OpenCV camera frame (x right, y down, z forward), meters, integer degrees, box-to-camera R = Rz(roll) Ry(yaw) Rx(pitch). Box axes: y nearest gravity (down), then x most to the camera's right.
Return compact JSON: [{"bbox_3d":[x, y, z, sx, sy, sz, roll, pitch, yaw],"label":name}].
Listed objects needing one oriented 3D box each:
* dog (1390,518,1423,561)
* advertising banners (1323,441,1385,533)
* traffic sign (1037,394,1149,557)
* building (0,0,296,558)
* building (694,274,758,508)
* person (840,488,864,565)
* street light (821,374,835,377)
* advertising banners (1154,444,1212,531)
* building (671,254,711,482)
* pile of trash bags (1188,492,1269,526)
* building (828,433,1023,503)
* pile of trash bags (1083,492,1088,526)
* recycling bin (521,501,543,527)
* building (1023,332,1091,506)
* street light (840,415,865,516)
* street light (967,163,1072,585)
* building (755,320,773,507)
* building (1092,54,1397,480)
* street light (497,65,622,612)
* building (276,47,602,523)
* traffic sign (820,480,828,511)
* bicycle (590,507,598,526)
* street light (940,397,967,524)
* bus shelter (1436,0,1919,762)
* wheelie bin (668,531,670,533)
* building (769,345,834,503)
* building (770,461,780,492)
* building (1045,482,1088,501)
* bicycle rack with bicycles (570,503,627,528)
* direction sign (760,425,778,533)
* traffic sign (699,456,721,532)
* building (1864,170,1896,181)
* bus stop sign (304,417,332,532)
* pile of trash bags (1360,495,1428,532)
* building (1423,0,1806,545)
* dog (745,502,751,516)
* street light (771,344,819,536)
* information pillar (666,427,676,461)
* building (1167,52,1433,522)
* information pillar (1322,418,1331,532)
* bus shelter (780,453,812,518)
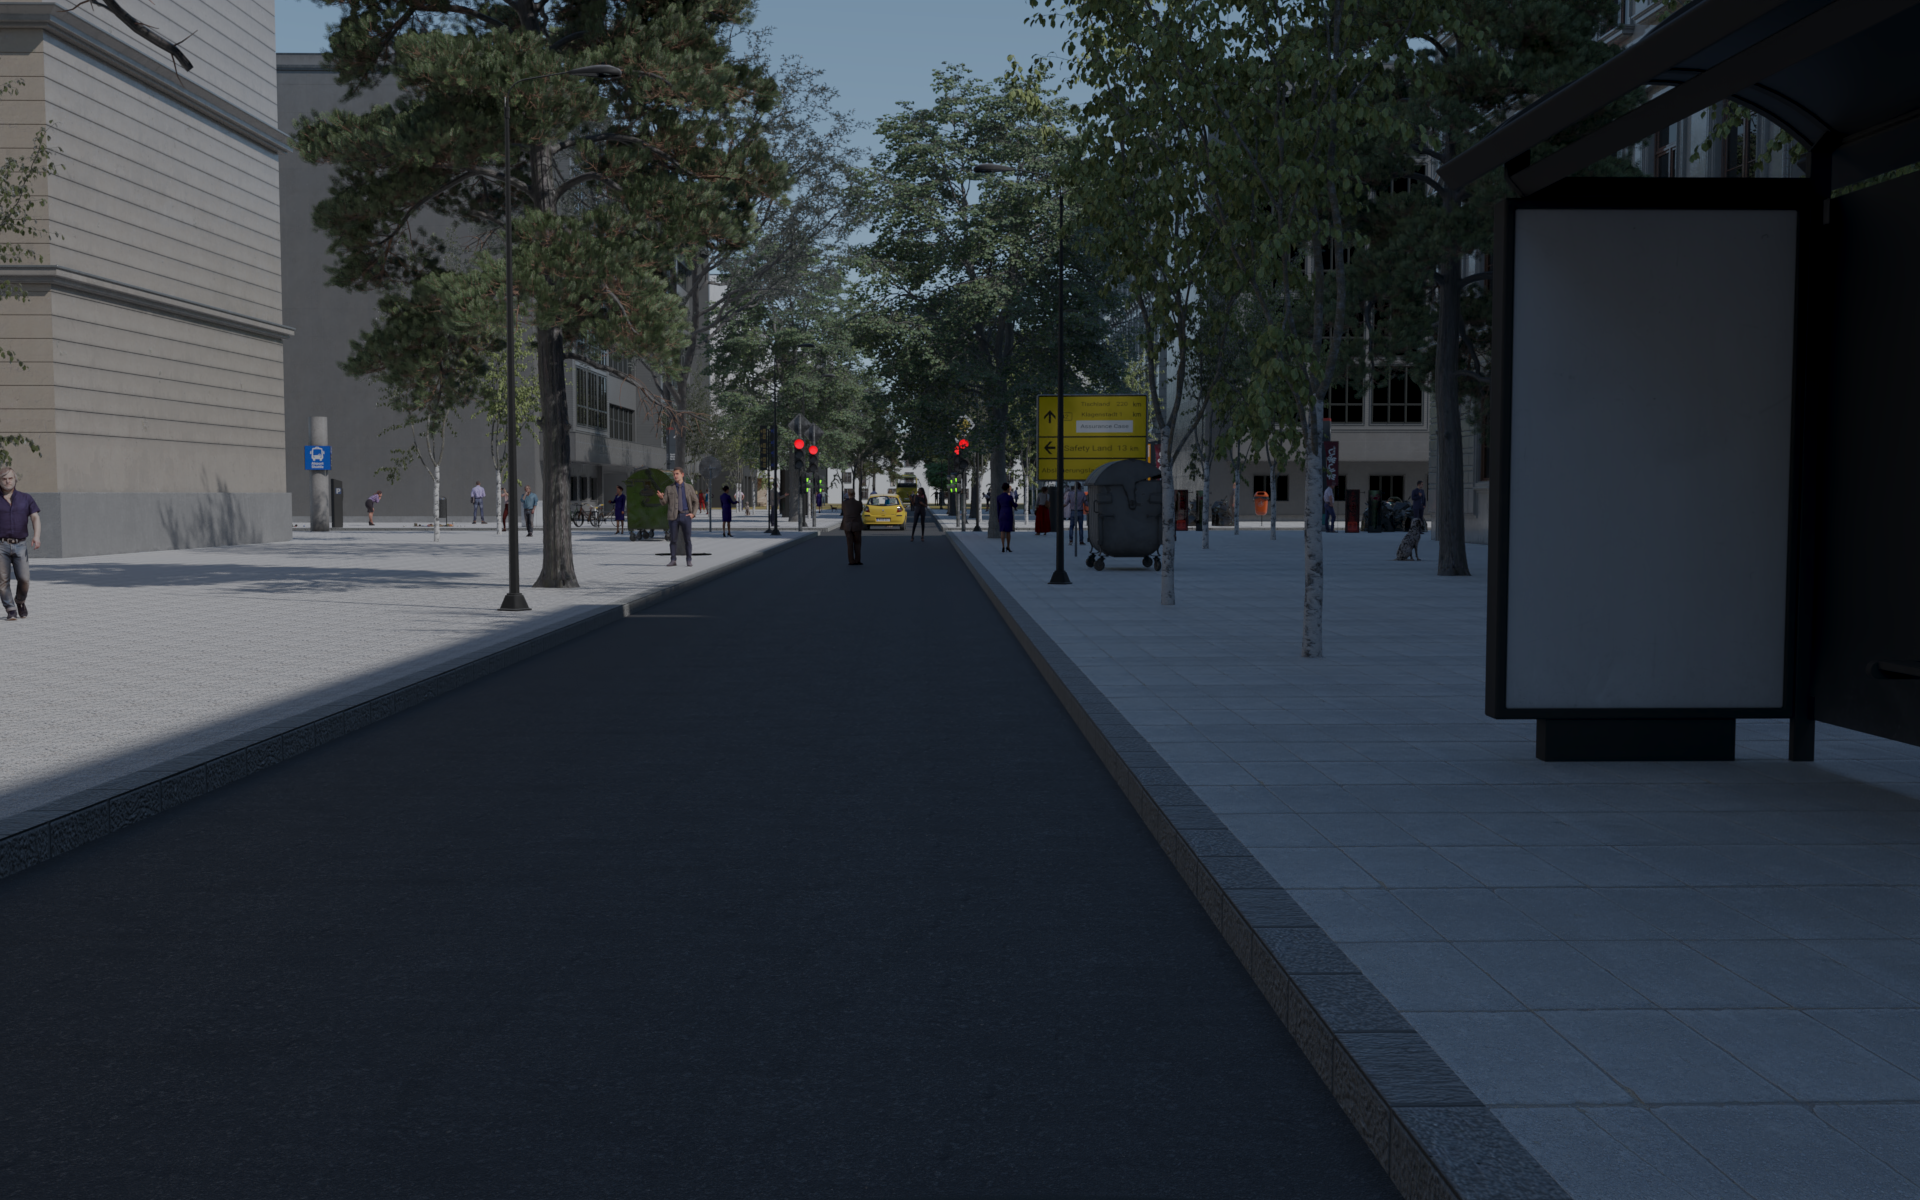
[{"bbox_3d":[8.547,-1.166,33.441,0.800,0.831,0.513,1,4,10],"label":"dog"},{"bbox_3d":[12.963,-3.721,57.029,2.074,3.025,0.090,0,4,-3],"label":"advertising banners"},{"bbox_3d":[2.693,-2.534,35.303,2.265,3.308,0.079,0,4,7],"label":"traffic sign"},{"bbox_3d":[-29.181,-15.446,39.925,23.554,28.519,14.401,0,4,-1],"label":"building"},{"bbox_3d":[-34.037,-19.231,158.397,27.936,21.610,32.646,0,4,-1],"label":"building"},{"bbox_3d":[-2.187,-1.480,34.970,0.482,1.546,0.388,0,3,0],"label":"person"},{"bbox_3d":[-5.518,-5.786,67.145,1.470,5.913,1.316,0,4,-1],"label":"street light"},{"bbox_3d":[7.715,-3.908,60.078,2.074,3.025,0.090,2,4,25],"label":"advertising banners"},{"bbox_3d":[-26.320,-18.541,122.206,14.314,24.678,30.058,0,4,-1],"label":"building"},{"bbox_3d":[10.612,-3.633,69.156,3.447,1.369,1.912,1,4,17],"label":"pile of trash bags"},{"bbox_3d":[-4.345,-18.343,242.048,28.070,9.664,9.099,0,4,-1],"label":"building"},{"bbox_3d":[6.520,-3.653,69.482,3.447,1.369,1.912,1,4,11],"label":"pile of trash bags"},{"bbox_3d":[-16.559,-3.341,67.176,0.722,1.027,0.722,-2,4,-33],"label":"recycling bin"},{"bbox_3d":[16.406,-19.953,192.696,16.747,18.905,31.486,0,4,-1],"label":"building"},{"bbox_3d":[-6.367,-7.889,101.526,1.470,5.913,1.316,0,4,-1],"label":"street light"},{"bbox_3d":[0.885,-3.179,24.520,1.470,5.913,1.316,0,4,-1],"label":"street light"},{"bbox_3d":[-27.820,-19.878,181.420,16.016,20.091,11.380,0,4,-1],"label":"building"},{"bbox_3d":[19.120,-21.070,120.917,17.030,29.872,44.131,0,4,-1],"label":"building"},{"bbox_3d":[-4.366,-2.836,18.908,1.470,5.913,1.316,0,4,-1],"label":"street light"},{"bbox_3d":[-24.917,-16.683,91.832,14.314,24.678,30.058,0,4,-1],"label":"building"},{"bbox_3d":[-10.189,-7.803,127.584,0.884,2.594,0.081,0,4,3],"label":"traffic sign"},{"bbox_3d":[-14.450,-3.391,68.663,0.635,0.972,1.543,-1,4,-9],"label":"bicycle"},{"bbox_3d":[0.057,-5.306,59.292,1.470,5.913,1.316,0,4,-1],"label":"street light"},{"bbox_3d":[3.386,-0.724,5.766,2.014,3.302,5.546,0,4,-1],"label":"bus shelter"},{"bbox_3d":[-9.079,-2.971,56.488,0.693,1.594,0.980,2,4,30],"label":"wheelie bin"},{"bbox_3d":[-34.929,-24.863,250.484,32.646,21.610,27.936,0,4,-1],"label":"building"},{"bbox_3d":[-34.668,-15.945,202.840,28.070,9.664,9.099,0,4,-1],"label":"building"},{"bbox_3d":[13.386,-13.514,163.101,9.099,9.664,28.070,0,4,-1],"label":"building"},{"bbox_3d":[-14.237,-3.291,67.187,2.852,0.926,2.925,2,4,34],"label":"bicycle rack with bicycles"},{"bbox_3d":[-6.280,-3.971,56.923,0.876,3.537,0.379,3,5,44],"label":"direction sign"},{"bbox_3d":[-8.429,-3.567,58.427,0.768,2.556,0.104,0,4,0],"label":"traffic sign"},{"bbox_3d":[18.436,-10.352,18.412,9.793,20.994,18.267,0,4,-1],"label":"building"},{"bbox_3d":[-21.889,-4.287,59.115,0.837,3.901,0.837,-1,4,-17],"label":"bus stop sign"},{"bbox_3d":[15.407,-3.003,58.844,3.447,1.369,1.912,0,4,7],"label":"pile of trash bags"},{"bbox_3d":[18.328,-12.348,38.040,11.583,22.565,21.152,0,4,-1],"label":"building"},{"bbox_3d":[-12.612,-5.459,103.641,0.513,0.831,0.800,3,5,41],"label":"dog"},{"bbox_3d":[-5.171,-4.955,53.554,1.470,5.913,1.316,0,4,-1],"label":"street light"},{"bbox_3d":[-11.074,-4.779,67.508,0.750,3.857,0.750,-1,4,-19],"label":"information pillar"},{"bbox_3d":[26.103,-16.289,85.400,30.058,24.678,14.314,0,4,-1],"label":"building"},{"bbox_3d":[12.365,-4.282,59.392,0.750,3.857,0.750,1,4,16],"label":"information pillar"},{"bbox_3d":[-9.000,-6.476,97.160,1.731,3.624,6.357,0,4,-1],"label":"bus shelter"}]
